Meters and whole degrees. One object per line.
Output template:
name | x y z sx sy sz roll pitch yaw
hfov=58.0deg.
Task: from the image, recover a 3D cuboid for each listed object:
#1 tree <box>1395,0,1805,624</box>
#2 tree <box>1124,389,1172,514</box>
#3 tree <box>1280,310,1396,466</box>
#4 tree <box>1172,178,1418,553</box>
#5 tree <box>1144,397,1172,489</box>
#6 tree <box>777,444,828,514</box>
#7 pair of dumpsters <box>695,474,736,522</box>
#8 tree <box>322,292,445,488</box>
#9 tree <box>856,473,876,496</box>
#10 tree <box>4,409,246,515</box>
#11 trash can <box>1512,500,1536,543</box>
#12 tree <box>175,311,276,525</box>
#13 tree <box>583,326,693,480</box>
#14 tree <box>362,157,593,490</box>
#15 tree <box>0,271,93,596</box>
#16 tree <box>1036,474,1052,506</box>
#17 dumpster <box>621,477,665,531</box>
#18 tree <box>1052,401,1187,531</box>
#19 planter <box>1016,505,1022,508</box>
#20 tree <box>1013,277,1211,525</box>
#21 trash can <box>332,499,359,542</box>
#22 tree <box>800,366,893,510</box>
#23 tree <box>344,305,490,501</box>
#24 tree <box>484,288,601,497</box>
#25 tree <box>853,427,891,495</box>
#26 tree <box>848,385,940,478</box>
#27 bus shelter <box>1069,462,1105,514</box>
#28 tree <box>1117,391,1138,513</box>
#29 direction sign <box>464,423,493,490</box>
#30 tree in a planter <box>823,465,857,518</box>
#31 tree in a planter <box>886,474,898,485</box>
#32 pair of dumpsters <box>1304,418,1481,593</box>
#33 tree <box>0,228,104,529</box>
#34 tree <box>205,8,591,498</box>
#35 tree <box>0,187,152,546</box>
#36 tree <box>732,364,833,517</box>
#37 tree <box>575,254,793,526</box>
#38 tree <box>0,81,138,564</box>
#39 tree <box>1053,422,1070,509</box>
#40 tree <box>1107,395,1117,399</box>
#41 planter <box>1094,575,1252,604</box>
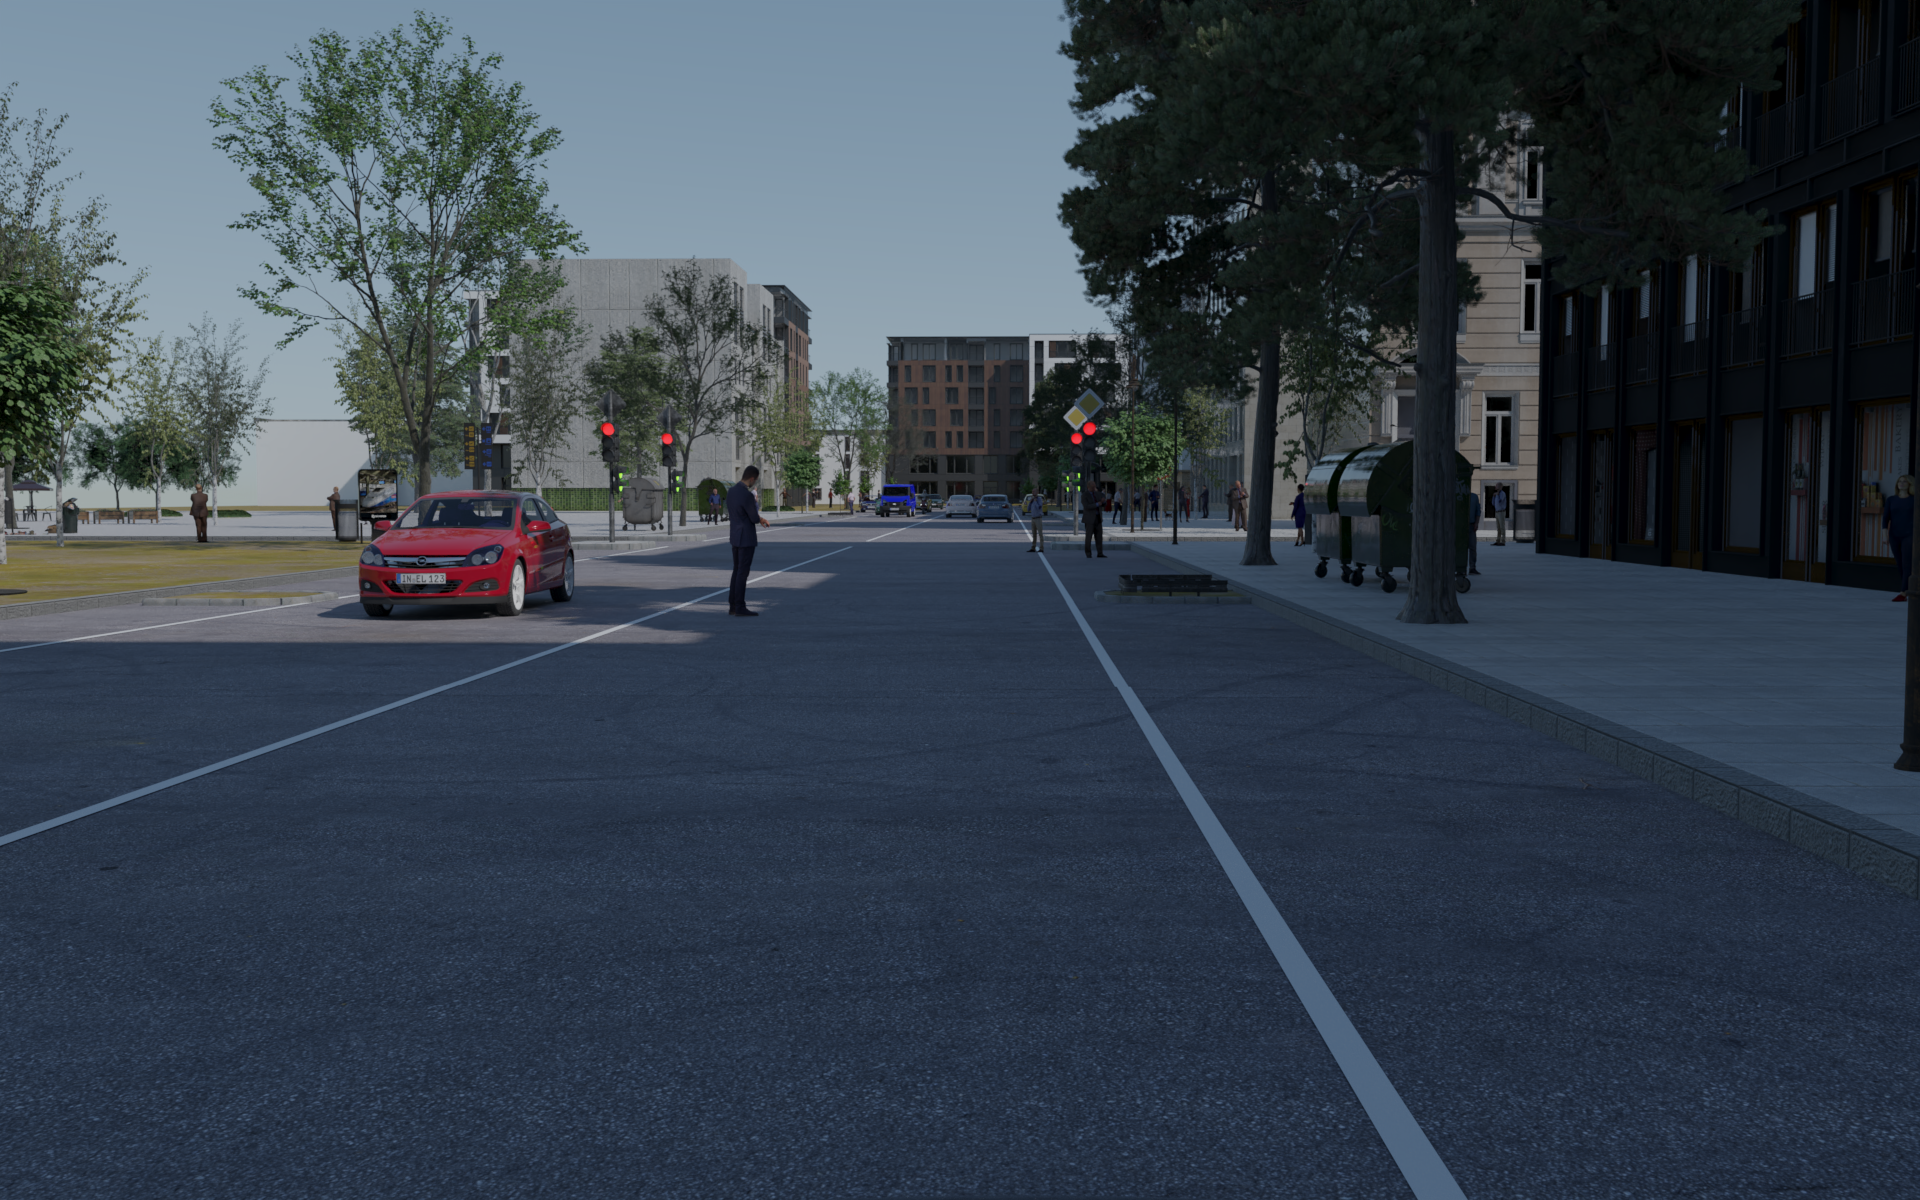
tree | 4.478 -6.691 16.815 7.806 13.903 7.818 0 3 0
tree | 11.876 -9.715 109.200 4.360 8.622 3.978 0 3 0
tree | 11.546 -6.375 54.595 4.360 8.622 3.978 0 3 0
tree | 7.960 -5.351 37.859 4.737 8.622 4.395 0 3 0
tree | 11.844 -8.346 86.819 4.737 8.622 4.395 0 3 0
tree | -10.282 -7.947 113.643 4.285 4.588 4.351 0 3 0
pair of dumpsters | -11.356 -4.815 81.217 1.574 2.255 4.436 0 4 2
tree | -21.319 -6.919 63.485 4.737 8.622 4.395 0 3 0
tree | -8.759 -10.048 158.879 1.663 3.219 1.824 0 3 0
tree | -55.663 -9.316 115.220 11.467 7.101 20.602 0 4 -7
trash can | 14.795 -2.059 45.323 0.748 1.137 0.748 0 3 0
tree | -30.250 -7.361 70.717 4.360 8.622 3.978 0 3 0
tree | -21.640 -12.144 116.683 7.486 12.596 7.792 0 3 0
tree | -26.922 -14.770 97.385 12.611 20.169 13.585 0 3 0
tree | -12.751 -2.338 21.943 4.285 4.588 4.351 0 3 0
tree | 8.181 -8.328 119.883 4.285 4.588 4.351 0 3 0
dumpster | -11.121 -3.362 60.727 1.264 1.857 1.865 0 4 1
tree | 6.367 -4.722 60.911 4.285 4.588 4.351 0 3 0
planter | 6.899 -9.964 184.048 1.991 0.319 1.994 0 4 1
tree | 6.960 -8.366 71.190 8.767 10.594 7.601 -3 4 -36
trash can | -16.467 -2.133 46.525 0.748 1.137 0.748 0 3 0
tree | -9.288 -13.217 141.856 9.928 11.665 9.643 0 3 0
tree | -36.363 -12.822 116.292 9.857 13.997 8.962 0 3 0
tree | -14.640 -6.727 60.355 4.360 8.622 3.978 0 3 0
tree | -9.116 -14.008 179.388 4.737 8.622 4.395 0 3 0
tree | -7.820 -17.435 195.426 12.009 13.543 11.850 0 3 0
bus shelter | 7.970 -7.073 109.562 2.014 3.302 5.546 0 4 1
tree | 11.620 -8.830 94.727 4.737 8.622 4.395 0 3 0
direction sign | -15.289 -3.855 55.022 0.876 3.537 0.379 0 4 -4
tree in a planter | -7.378 -6.688 106.565 1.991 3.239 1.994 0 4 1
tree in a planter | -6.133 -9.713 156.021 1.991 3.239 1.994 0 4 1
pair of dumpsters | 6.005 -1.337 24.355 1.574 2.255 4.436 0 4 1
tree | -35.035 -8.422 63.451 9.928 11.665 9.643 0 3 0
tree | -12.166 -6.902 38.600 9.928 11.665 9.643 0 3 0
tree | -21.978 -5.630 42.420 4.737 8.622 4.395 0 3 0
tree | -10.141 -8.821 94.584 4.737 8.622 4.395 0 3 0
tree | -10.981 -8.186 68.253 8.767 10.594 7.601 -1 4 -13
tree | -17.565 -4.977 31.742 4.360 8.622 3.978 0 3 0
tree | 9.441 -12.083 147.913 4.737 8.622 4.395 0 3 0
tree | 11.255 -10.042 114.556 4.737 8.622 4.395 0 3 0
planter | 2.841 -0.150 23.596 1.991 0.319 1.994 0 4 1
